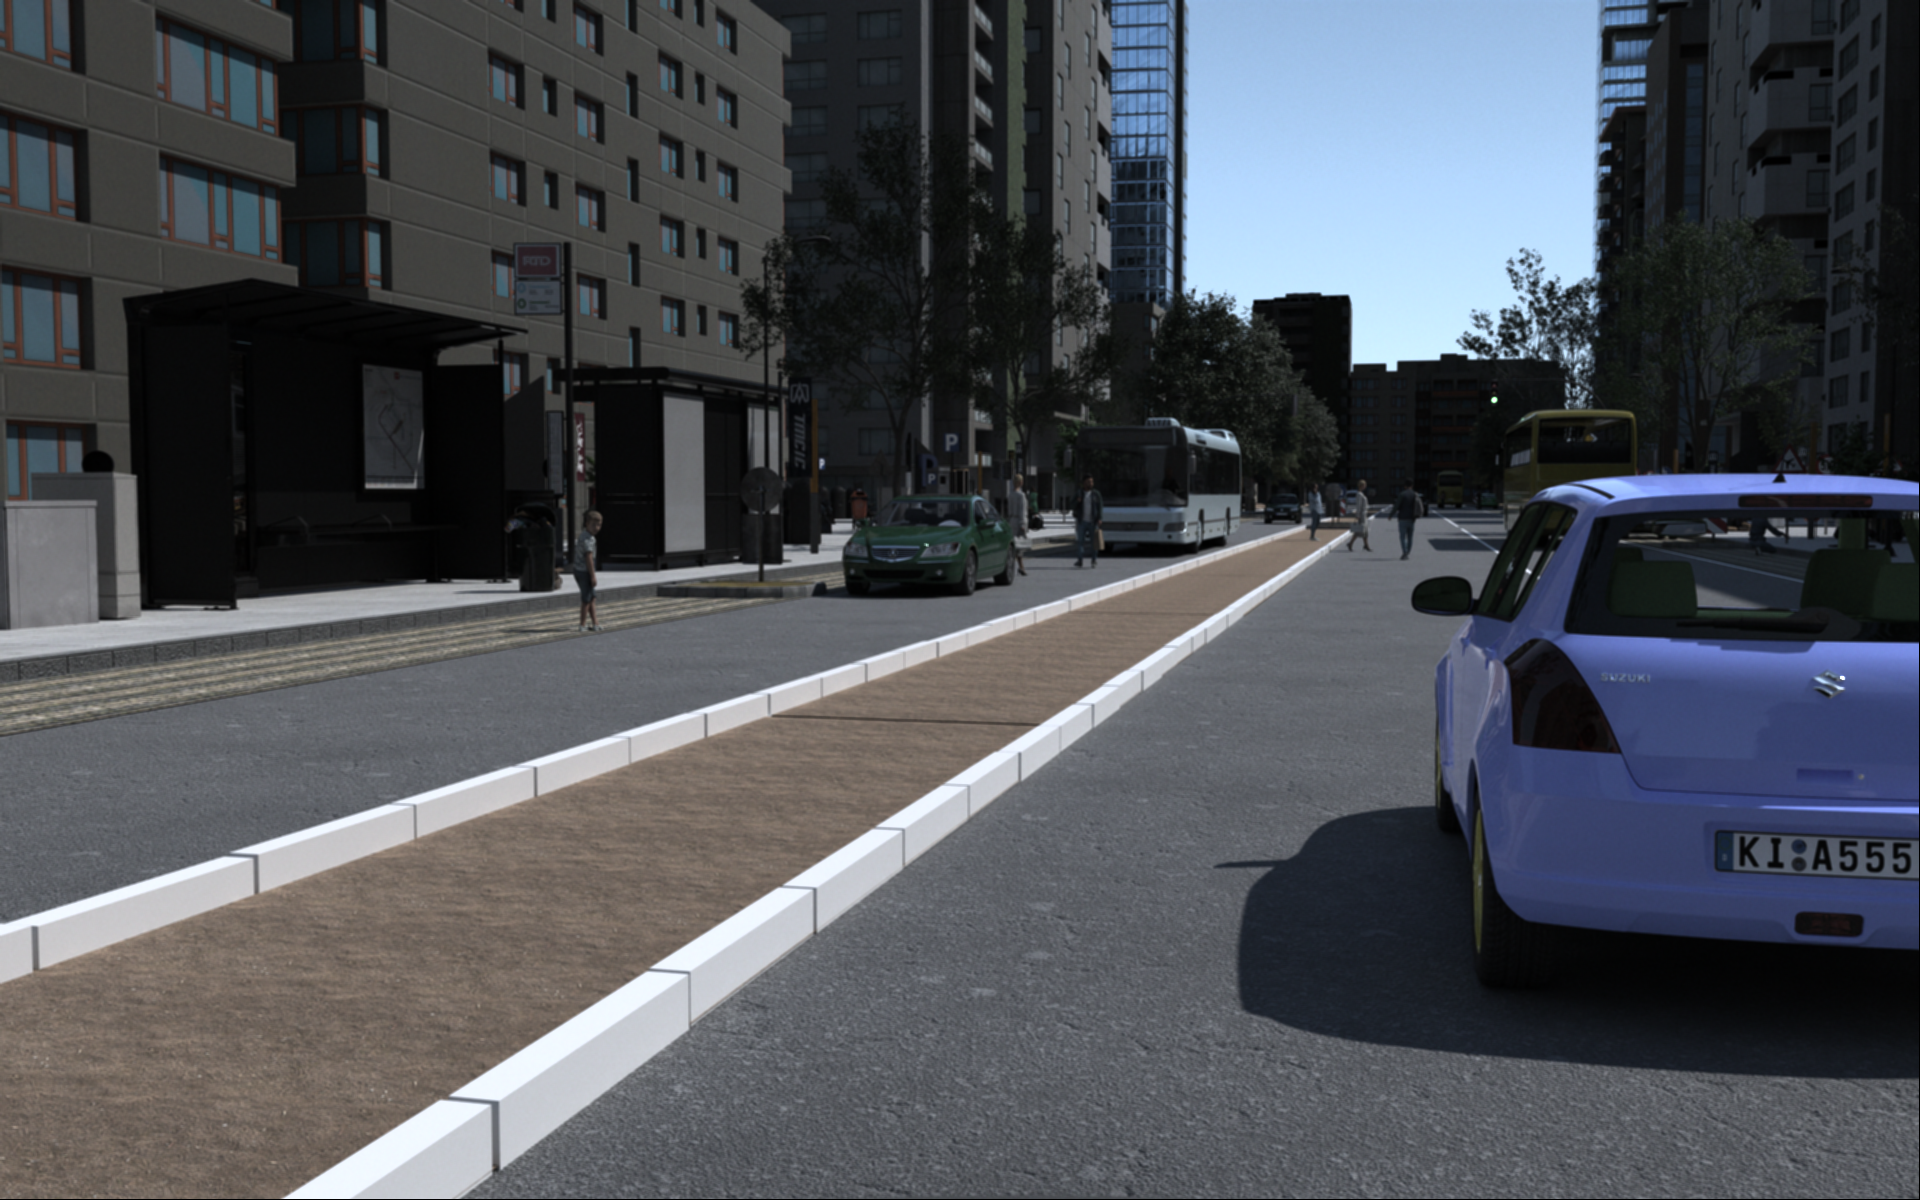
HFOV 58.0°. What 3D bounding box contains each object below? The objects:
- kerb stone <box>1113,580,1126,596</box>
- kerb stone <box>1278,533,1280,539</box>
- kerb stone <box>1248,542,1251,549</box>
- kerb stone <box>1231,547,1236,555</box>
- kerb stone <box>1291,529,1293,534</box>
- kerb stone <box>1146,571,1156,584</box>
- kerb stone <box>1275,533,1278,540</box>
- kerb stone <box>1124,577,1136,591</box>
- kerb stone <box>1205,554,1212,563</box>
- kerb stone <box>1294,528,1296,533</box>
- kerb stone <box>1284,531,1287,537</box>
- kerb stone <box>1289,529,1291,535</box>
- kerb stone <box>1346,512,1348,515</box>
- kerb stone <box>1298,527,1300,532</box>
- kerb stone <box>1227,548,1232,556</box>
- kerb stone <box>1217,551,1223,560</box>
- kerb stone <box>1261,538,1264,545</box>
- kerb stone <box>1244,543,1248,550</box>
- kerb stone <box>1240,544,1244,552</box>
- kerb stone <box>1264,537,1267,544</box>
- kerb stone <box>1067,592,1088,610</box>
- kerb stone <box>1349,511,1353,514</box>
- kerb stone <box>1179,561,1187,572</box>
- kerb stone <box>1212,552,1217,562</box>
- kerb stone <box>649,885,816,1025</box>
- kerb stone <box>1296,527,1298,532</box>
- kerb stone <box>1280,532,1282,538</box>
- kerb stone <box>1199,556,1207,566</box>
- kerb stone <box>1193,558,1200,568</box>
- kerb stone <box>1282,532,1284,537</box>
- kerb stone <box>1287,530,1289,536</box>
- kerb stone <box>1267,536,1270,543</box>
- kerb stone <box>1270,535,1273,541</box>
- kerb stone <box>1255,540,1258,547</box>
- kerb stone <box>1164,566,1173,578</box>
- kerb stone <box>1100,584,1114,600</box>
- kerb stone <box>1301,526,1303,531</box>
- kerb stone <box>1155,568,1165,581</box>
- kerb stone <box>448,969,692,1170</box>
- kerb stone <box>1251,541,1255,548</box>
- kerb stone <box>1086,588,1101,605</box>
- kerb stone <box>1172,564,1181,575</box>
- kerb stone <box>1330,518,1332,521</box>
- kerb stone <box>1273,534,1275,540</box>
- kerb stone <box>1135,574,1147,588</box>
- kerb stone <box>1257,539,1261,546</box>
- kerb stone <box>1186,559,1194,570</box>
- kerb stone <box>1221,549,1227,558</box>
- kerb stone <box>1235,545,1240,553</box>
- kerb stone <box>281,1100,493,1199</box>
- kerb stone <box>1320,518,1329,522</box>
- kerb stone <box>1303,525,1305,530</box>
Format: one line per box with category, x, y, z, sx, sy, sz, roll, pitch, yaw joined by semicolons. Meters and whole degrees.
kerb stone;2.171;-0.143;24.527;0.120;0.150;1.000;1;4;14
kerb stone;9.850;-1.963;54.298;0.120;0.150;1.000;1;4;14
kerb stone;7.299;-1.357;44.379;0.120;0.150;1.000;1;4;14
kerb stone;6.268;-1.108;40.419;0.120;0.150;1.000;1;4;14
kerb stone;11.387;-2.318;60.250;0.120;0.150;1.000;1;4;14
kerb stone;2.941;-0.325;27.510;0.120;0.150;1.000;1;4;14
kerb stone;9.598;-1.903;53.305;0.120;0.150;1.000;1;4;14
kerb stone;2.427;-0.200;25.521;0.120;0.150;1.000;1;4;14
kerb stone;4.993;-0.809;35.454;0.120;0.150;1.000;1;4;14
kerb stone;11.900;-2.449;62.236;0.120;0.150;1.000;1;4;14
kerb stone;10.618;-2.145;57.269;0.120;0.150;1.000;1;4;14
kerb stone;11.133;-2.267;59.254;0.120;0.150;1.000;1;4;14
kerb stone;25.360;-5.637;114.381;0.120;0.150;1.000;1;4;14
kerb stone;12.414;-2.570;64.216;0.120;0.150;1.000;1;4;14
kerb stone;6.017;-1.054;39.426;0.120;0.150;1.000;1;4;14
kerb stone;5.512;-0.932;37.442;0.120;0.150;1.000;1;4;14
kerb stone;8.321;-1.587;48.344;0.120;0.150;1.000;1;4;14
kerb stone;7.040;-1.296;43.390;0.120;0.150;1.000;1;4;14
kerb stone;6.789;-1.236;42.399;0.120;0.150;1.000;1;4;14
kerb stone;8.571;-1.660;49.339;0.120;0.150;1.000;1;4;14
kerb stone;1.408;0.039;21.550;0.120;0.150;1.000;1;4;14
kerb stone;28.426;-6.366;126.280;0.120;0.150;1.000;1;4;14
kerb stone;3.963;-0.568;31.486;0.120;0.150;1.000;1;4;14
kerb stone;5.247;-0.872;36.449;0.120;0.150;1.000;1;4;14
kerb stone;-0.659;1.042;5.155;0.120;0.150;1.000;1;4;14
kerb stone;12.161;-2.509;63.225;0.120;0.150;1.000;1;4;14
kerb stone;10.109;-2.022;55.287;0.120;0.150;1.000;1;4;14
kerb stone;4.739;-0.750;34.463;0.120;0.150;1.000;1;4;14
kerb stone;4.473;-0.689;33.466;0.120;0.150;1.000;1;4;14
kerb stone;10.361;-2.085;56.277;0.120;0.150;1.000;1;4;14
kerb stone;10.879;-2.206;58.257;0.120;0.150;1.000;1;4;14
kerb stone;8.833;-1.721;50.330;0.120;0.150;1.000;1;4;14
kerb stone;9.090;-1.779;51.319;0.120;0.150;1.000;1;4;14
kerb stone;7.802;-1.478;46.362;0.120;0.150;1.000;1;4;14
kerb stone;3.454;-0.447;29.502;0.120;0.150;1.000;1;4;14
kerb stone;1.916;-0.082;23.530;0.120;0.150;1.000;1;4;14
kerb stone;12.927;-2.688;66.201;0.120;0.150;1.000;1;4;14
kerb stone;3.205;-0.386;28.510;0.120;0.150;1.000;1;4;14
kerb stone;-0.907;1.103;4.162;0.120;0.150;1.000;1;4;14
kerb stone;7.552;-1.417;45.370;0.120;0.150;1.000;1;4;14
kerb stone;1.660;-0.021;22.541;0.120;0.150;1.000;1;4;14
kerb stone;3.716;-0.506;30.490;0.120;0.150;1.000;1;4;14
kerb stone;19.220;-4.181;90.566;0.120;0.150;1.000;1;4;14
kerb stone;9.338;-1.842;52.311;0.120;0.150;1.000;1;4;14
kerb stone;2.688;-0.264;26.519;0.120;0.150;1.000;1;4;14
kerb stone;8.054;-1.537;47.357;0.120;0.150;1.000;1;4;14
kerb stone;4.224;-0.629;32.474;0.120;0.150;1.000;1;4;14
kerb stone;5.760;-0.991;38.436;0.120;0.150;1.000;1;4;14
kerb stone;6.527;-1.174;41.410;0.120;0.150;1.000;1;4;14
kerb stone;-1.167;1.163;3.174;0.120;0.150;1.000;1;4;14
kerb stone;18.436;-4.000;87.597;0.120;0.150;1.000;1;4;14
kerb stone;13.180;-2.747;67.192;0.120;0.150;1.000;1;4;14
